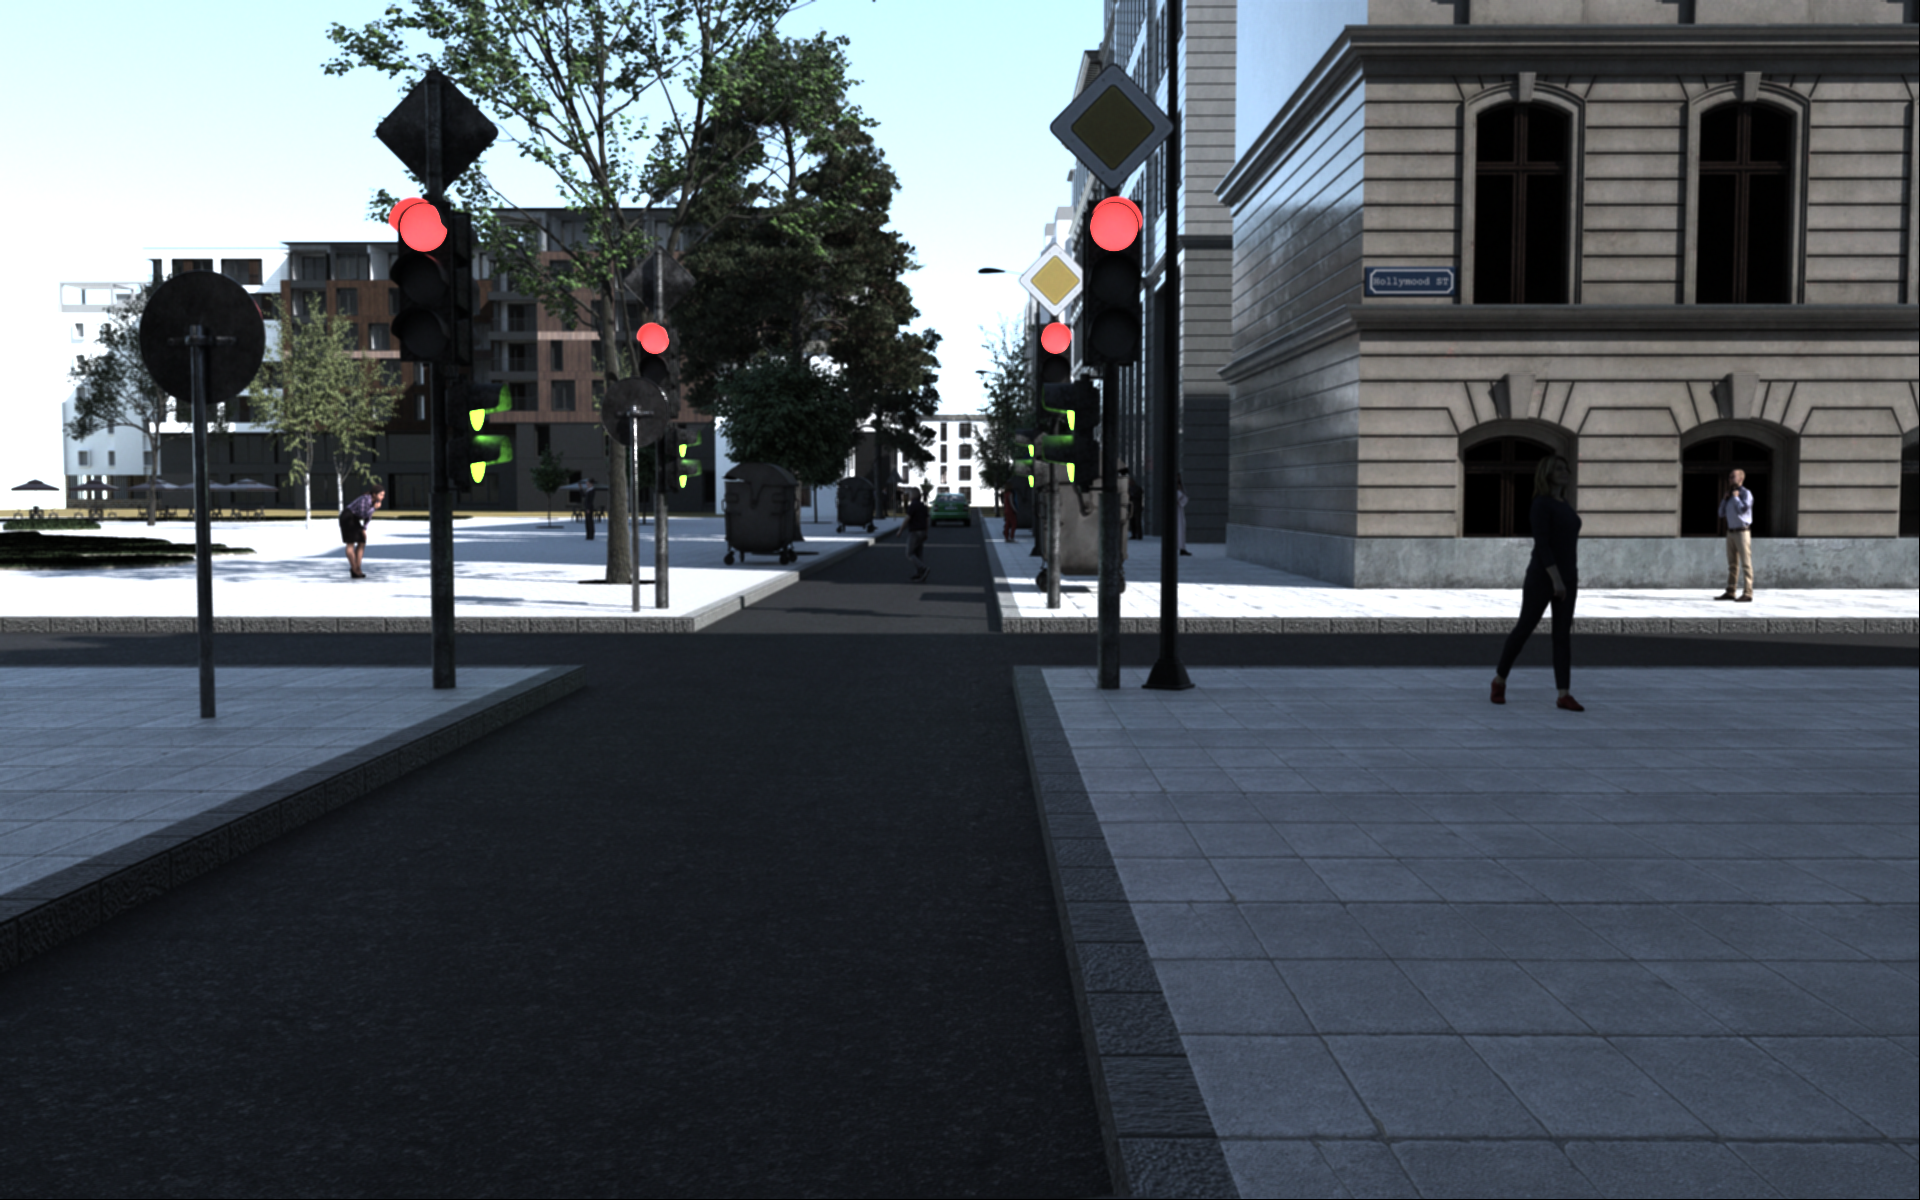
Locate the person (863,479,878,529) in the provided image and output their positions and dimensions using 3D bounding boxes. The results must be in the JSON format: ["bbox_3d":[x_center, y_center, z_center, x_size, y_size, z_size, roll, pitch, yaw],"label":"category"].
[{"bbox_3d":[-3.292,-3.527,63.576,0.709,1.838,0.599,2,4,26],"label":"person"}]

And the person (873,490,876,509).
[{"bbox_3d":[-5.576,-6.430,111.960,1.217,1.735,0.721,2,4,31],"label":"person"}]

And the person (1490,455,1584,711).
[{"bbox_3d":[3.480,-0.112,10.422,0.613,1.512,0.480,2,4,33],"label":"person"}]

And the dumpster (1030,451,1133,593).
[{"bbox_3d":[1.634,-1.060,23.090,1.264,1.857,1.865,0,4,0],"label":"dumpster"}]

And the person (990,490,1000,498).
[{"bbox_3d":[3.248,-9.232,156.984,0.705,1.824,1.348,3,5,43],"label":"person"}]

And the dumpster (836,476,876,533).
[{"bbox_3d":[-3.478,-3.171,57.604,1.264,1.857,1.865,0,4,1],"label":"dumpster"}]

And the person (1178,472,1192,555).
[{"bbox_3d":[4.500,-1.802,36.179,0.621,1.740,0.551,3,4,38],"label":"person"}]

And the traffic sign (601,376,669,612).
[{"bbox_3d":[-3.531,-1.143,18.797,0.768,2.556,0.104,0,4,7],"label":"traffic sign"}]

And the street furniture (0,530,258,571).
[{"bbox_3d":[-23.197,-2.225,41.414,14.083,1.986,27.439,-1,4,-12],"label":"street furniture"}]

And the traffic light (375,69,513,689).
[{"bbox_3d":[-3.398,-1.352,11.348,0.839,4.213,0.868,0,4,0],"label":"traffic light"}]

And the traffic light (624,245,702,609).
[{"bbox_3d":[-3.329,-1.840,19.333,0.839,4.213,0.868,0,4,0],"label":"traffic light"}]

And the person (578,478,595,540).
[{"bbox_3d":[-10.526,-2.559,48.682,0.742,1.727,0.445,2,4,29],"label":"person"}]

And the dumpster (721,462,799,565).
[{"bbox_3d":[-3.672,-1.598,31.883,1.264,1.857,1.865,0,4,1],"label":"dumpster"}]

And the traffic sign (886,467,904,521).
[{"bbox_3d":[-3.132,-5.081,83.084,0.884,2.594,0.081,1,4,10],"label":"traffic sign"}]

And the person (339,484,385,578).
[{"bbox_3d":[-9.076,-1.043,26.337,0.697,1.427,0.421,0,4,5],"label":"person"}]

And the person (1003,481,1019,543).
[{"bbox_3d":[1.360,-2.329,45.830,0.444,1.614,0.593,0,4,4],"label":"person"}]

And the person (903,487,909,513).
[{"bbox_3d":[-3.649,-6.599,114.671,0.721,1.736,1.217,0,4,-7],"label":"person"}]

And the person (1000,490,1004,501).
[{"bbox_3d":[2.716,-5.750,100.154,0.705,1.812,1.348,-3,5,-40],"label":"person"}]

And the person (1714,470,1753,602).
[{"bbox_3d":[9.300,-0.773,20.748,0.319,1.574,0.516,0,4,-5],"label":"person"}]

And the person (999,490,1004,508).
[{"bbox_3d":[3.798,-9.512,162.096,0.750,1.759,0.617,-2,4,-32],"label":"person"}]

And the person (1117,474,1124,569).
[{"bbox_3d":[2.580,-1.396,29.570,0.504,1.737,0.576,3,5,41],"label":"person"}]

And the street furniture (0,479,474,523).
[{"bbox_3d":[-37.958,-4.791,83.359,27.439,1.986,14.083,-1,4,-12],"label":"street furniture"}]

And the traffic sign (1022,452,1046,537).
[{"bbox_3d":[2.201,-3.153,51.651,0.768,2.556,0.104,1,4,10],"label":"traffic sign"}]

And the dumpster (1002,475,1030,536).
[{"bbox_3d":[1.918,-2.874,52.755,1.264,1.857,1.865,0,4,0],"label":"dumpster"}]

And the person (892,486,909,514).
[{"bbox_3d":[-3.888,-6.458,111.650,1.348,1.822,0.705,-3,4,-38],"label":"person"}]

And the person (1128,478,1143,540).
[{"bbox_3d":[4.886,-2.570,48.746,0.565,1.739,0.600,1,4,20],"label":"person"}]

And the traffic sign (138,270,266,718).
[{"bbox_3d":[-4.324,-0.598,9.879,0.768,2.556,0.104,0,4,7],"label":"traffic sign"}]

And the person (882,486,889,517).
[{"bbox_3d":[-4.287,-5.516,97.034,0.445,1.727,0.742,2,4,25],"label":"person"}]

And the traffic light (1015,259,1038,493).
[{"bbox_3d":[1.032,-1.839,19.311,0.839,4.213,0.868,0,4,0],"label":"traffic light"}]

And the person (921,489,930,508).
[{"bbox_3d":[-3.127,-9.188,156.822,0.990,1.755,0.434,-1,4,-14],"label":"person"}]

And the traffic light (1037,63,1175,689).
[{"bbox_3d":[0.963,-1.351,11.327,0.839,4.213,0.868,0,4,0],"label":"traffic light"}]

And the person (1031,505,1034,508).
[{"bbox_3d":[2.472,-2.610,50.670,0.435,1.587,0.963,2,4,28],"label":"person"}]
